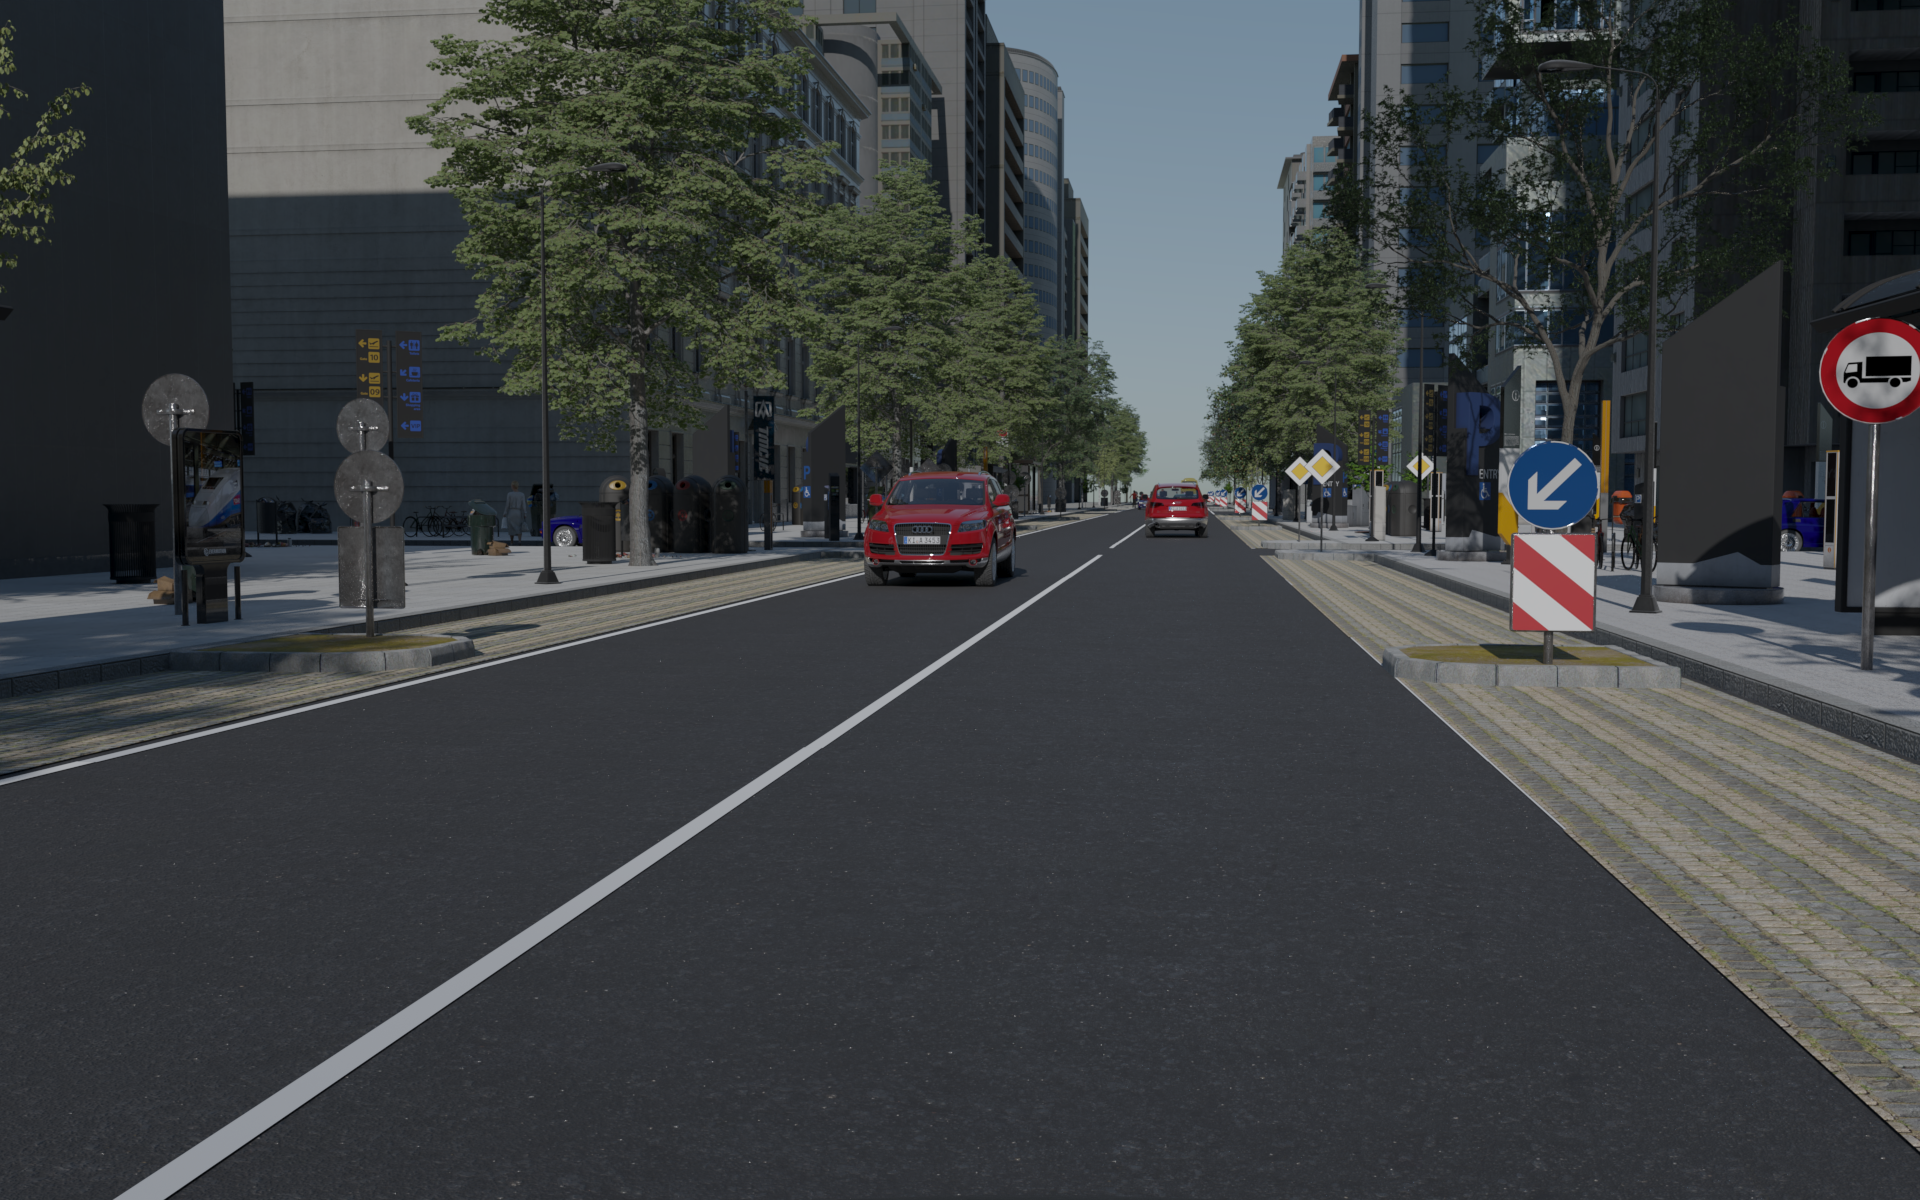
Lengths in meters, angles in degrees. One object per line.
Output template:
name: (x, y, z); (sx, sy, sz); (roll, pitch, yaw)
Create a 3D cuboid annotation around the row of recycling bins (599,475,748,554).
row of recycling bins: (-6.285, -1.886, 37.947); (3.534, 1.692, 1.069); (1, 4, 17)

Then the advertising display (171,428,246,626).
advertising display: (-7.461, -0.735, 17.235); (0.123, 1.923, 0.974); (1, 4, 11)

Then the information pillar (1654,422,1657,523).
information pillar: (22.532, -3.983, 56.473); (0.183, 3.616, 0.504); (-1, 4, -11)

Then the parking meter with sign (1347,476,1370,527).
parking meter with sign: (15.691, -4.379, 67.863); (0.543, 3.016, 1.738); (3, 5, 42)

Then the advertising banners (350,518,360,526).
advertising banners: (-12.269, -2.388, 35.235); (0.090, 3.025, 2.074); (-2, 4, -28)

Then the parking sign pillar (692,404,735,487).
parking sign pillar: (-7.460, -3.917, 52.518); (1.447, 3.967, 1.447); (2, 4, 28)

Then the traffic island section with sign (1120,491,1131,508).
traffic island section with sign: (15.853, -10.065, 173.193); (1.989, 1.847, 2.006); (0, 4, 8)

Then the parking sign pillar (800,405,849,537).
parking sign pillar: (-4.065, -3.879, 51.890); (1.447, 3.967, 1.447); (-3, 5, -41)

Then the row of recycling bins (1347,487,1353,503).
row of recycling bins: (20.332, -5.009, 89.010); (3.534, 1.692, 1.069); (3, 4, 37)

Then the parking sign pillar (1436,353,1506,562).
parking sign pillar: (9.987, -2.752, 33.471); (1.447, 3.967, 1.447); (-3, 4, -36)

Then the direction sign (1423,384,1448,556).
direction sign: (9.837, -2.684, 35.878); (0.876, 3.537, 0.379); (-3, 5, -44)

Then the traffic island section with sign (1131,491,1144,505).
traffic island section with sign: (23.269, -13.467, 228.810); (1.989, 1.847, 2.006); (0, 4, 8)

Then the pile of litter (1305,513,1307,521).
pile of litter: (16.970, -4.180, 82.315); (1.176, 0.858, 1.719); (2, 4, 33)

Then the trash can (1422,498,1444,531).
trash can: (16.653, -3.021, 61.045); (0.748, 1.137, 0.748); (0, 3, 0)

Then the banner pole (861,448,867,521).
banner pole: (-4.559, -5.661, 82.580); (0.401, 3.779, 0.863); (1, 4, 14)

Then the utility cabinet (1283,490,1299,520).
utility cabinet: (16.185, -4.649, 84.693); (0.318, 1.500, 1.173); (3, 4, 36)

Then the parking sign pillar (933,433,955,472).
parking sign pillar: (-0.599, -5.248, 74.272); (1.447, 3.967, 1.447); (1, 4, 21)

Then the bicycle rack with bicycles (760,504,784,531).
bicycle rack with bicycles: (-7.355, -2.872, 60.346); (2.852, 0.926, 2.925); (0, 4, 6)

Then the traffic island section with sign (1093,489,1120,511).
traffic island section with sign: (12.290, -8.431, 146.474); (1.989, 1.847, 2.006); (0, 4, 8)

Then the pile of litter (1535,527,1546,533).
pile of litter: (15.698, -1.960, 46.009); (1.176, 0.858, 1.719); (1, 4, 16)

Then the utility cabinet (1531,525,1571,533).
utility cabinet: (16.281, -2.236, 47.718); (1.020, 1.237, 0.306); (1, 4, 23)

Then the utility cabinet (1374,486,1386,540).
utility cabinet: (11.714, -2.422, 48.277); (0.318, 1.500, 1.173); (1, 4, 13)

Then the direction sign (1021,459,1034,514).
direction sign: (4.362, -7.364, 112.404); (0.876, 3.537, 0.379); (-1, 4, -19)

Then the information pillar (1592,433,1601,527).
information pillar: (24.594, -4.614, 66.801); (0.504, 3.616, 0.183); (0, 4, -8)

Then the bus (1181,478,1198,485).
bus: (35.050, -16.703, 264.638); (2.896, 3.916, 12.252); (0, 4, 8)

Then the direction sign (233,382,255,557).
direction sign: (-14.633, -2.642, 35.191); (0.876, 3.537, 0.379); (2, 4, 28)

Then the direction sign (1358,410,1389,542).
direction sign: (11.181, -3.358, 46.896); (0.876, 3.537, 0.379); (-1, 4, -12)

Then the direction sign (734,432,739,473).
direction sign: (-8.364, -4.360, 63.288); (0.876, 3.537, 0.379); (3, 5, 41)

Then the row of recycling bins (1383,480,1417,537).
row of recycling bins: (13.683, -2.847, 53.669); (1.069, 1.692, 3.534); (0, 4, 7)

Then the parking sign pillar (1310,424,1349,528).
parking sign pillar: (14.078, -4.735, 65.896); (1.447, 3.967, 1.447); (3, 5, 43)

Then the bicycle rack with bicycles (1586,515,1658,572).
bicycle rack with bicycles: (11.758, -0.958, 29.041); (2.852, 0.926, 2.925); (1, 4, 22)

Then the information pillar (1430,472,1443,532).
information pillar: (16.089, -3.303, 58.495); (0.304, 2.012, 0.304); (3, 4, 37)

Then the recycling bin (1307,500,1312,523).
recycling bin: (15.757, -3.905, 76.395); (0.722, 1.027, 0.722); (2, 4, 34)

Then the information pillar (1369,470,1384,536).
information pillar: (12.689, -2.953, 52.780); (0.304, 2.012, 0.304); (-1, 4, -15)

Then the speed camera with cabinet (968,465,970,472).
speed camera with cabinet: (0.203, -7.585, 118.357); (0.660, 3.252, 2.038); (-1, 4, -20)

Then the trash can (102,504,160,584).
trash can: (-11.875, -0.807, 24.852); (0.748, 1.137, 0.748); (0, 3, 0)

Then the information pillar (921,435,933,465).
information pillar: (-1.277, -4.562, 65.942); (0.504, 3.616, 0.183); (0, 4, -6)

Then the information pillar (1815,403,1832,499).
information pillar: (22.237, -3.259, 44.635); (0.504, 3.616, 0.183); (-2, 4, -26)

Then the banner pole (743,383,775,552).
banner pole: (-4.544, -2.981, 38.751); (0.863, 3.779, 0.401); (0, 4, -2)

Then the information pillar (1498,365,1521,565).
information pillar: (9.979, -2.451, 31.425); (0.504, 3.616, 0.183); (-2, 4, -35)

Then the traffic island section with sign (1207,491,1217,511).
traffic island section with sign: (21.991, -8.363, 145.358); (1.989, 1.847, 2.006); (0, 4, 8)

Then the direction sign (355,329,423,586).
direction sign: (-7.897, -1.960, 24.049); (0.876, 3.537, 0.379); (-2, 4, -28)

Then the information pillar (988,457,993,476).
information pillar: (1.636, -6.439, 96.632); (0.504, 3.616, 0.183); (0, 4, 6)

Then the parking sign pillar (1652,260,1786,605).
parking sign pillar: (9.044, -1.963, 20.571); (1.447, 3.967, 1.447); (3, 4, 39)

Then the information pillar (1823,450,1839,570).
information pillar: (14.873, -1.519, 29.330); (0.304, 2.012, 0.304); (-1, 4, -9)

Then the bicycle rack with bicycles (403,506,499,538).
bicycle rack with bicycles: (-15.267, -2.354, 51.870); (2.925, 0.926, 2.852); (-3, 5, -41)

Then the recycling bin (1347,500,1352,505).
recycling bin: (17.425, -3.865, 75.755); (0.722, 1.027, 0.722); (-1, 4, -17)

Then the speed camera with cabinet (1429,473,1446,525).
speed camera with cabinet: (20.045, -4.782, 72.527); (0.660, 3.252, 2.038); (1, 4, 20)

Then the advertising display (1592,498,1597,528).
advertising display: (21.735, -3.327, 59.618); (0.123, 1.923, 0.974); (0, 4, 6)

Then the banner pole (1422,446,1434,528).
banner pole: (17.659, -4.581, 64.917); (0.401, 3.779, 0.863); (-1, 4, -13)

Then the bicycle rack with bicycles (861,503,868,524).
bicycle rack with bicycles: (-2.902, -3.724, 74.273); (2.852, 0.926, 2.925); (-1, 4, -16)

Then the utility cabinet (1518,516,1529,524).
utility cabinet: (23.697, -3.922, 72.797); (1.173, 1.500, 0.318); (-1, 4, -22)

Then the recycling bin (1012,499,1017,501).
recycling bin: (2.704, -5.072, 95.482); (0.722, 1.027, 0.722); (-1, 4, -13)

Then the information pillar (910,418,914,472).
information pillar: (-1.496, -3.820, 53.806); (0.183, 3.616, 0.504); (0, 4, 3)

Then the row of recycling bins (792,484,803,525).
row of recycling bins: (-6.065, -3.887, 70.671); (1.069, 1.692, 3.534); (-1, 4, -19)

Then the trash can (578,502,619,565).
trash can: (-6.611, -1.227, 31.722); (0.748, 1.137, 0.748); (0, 3, 0)
